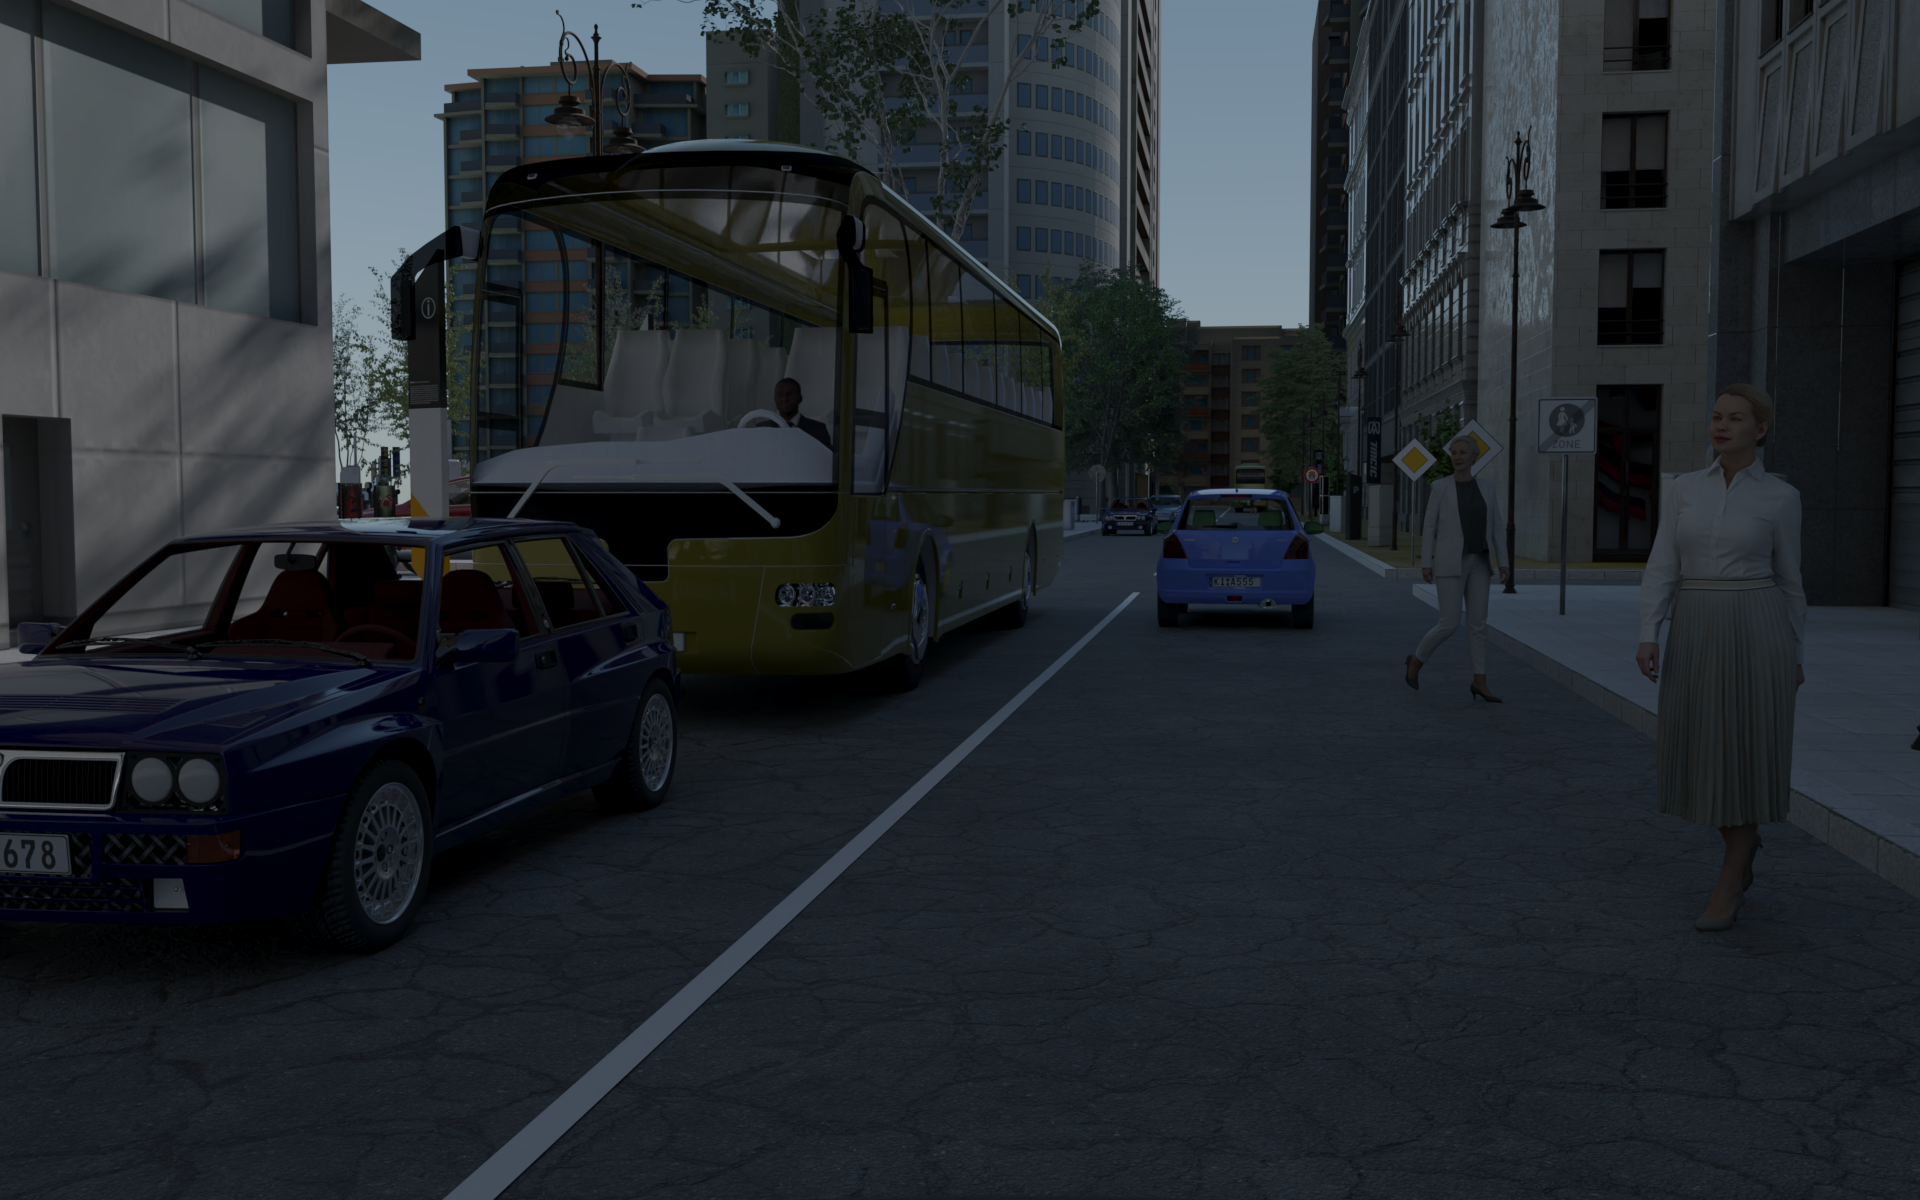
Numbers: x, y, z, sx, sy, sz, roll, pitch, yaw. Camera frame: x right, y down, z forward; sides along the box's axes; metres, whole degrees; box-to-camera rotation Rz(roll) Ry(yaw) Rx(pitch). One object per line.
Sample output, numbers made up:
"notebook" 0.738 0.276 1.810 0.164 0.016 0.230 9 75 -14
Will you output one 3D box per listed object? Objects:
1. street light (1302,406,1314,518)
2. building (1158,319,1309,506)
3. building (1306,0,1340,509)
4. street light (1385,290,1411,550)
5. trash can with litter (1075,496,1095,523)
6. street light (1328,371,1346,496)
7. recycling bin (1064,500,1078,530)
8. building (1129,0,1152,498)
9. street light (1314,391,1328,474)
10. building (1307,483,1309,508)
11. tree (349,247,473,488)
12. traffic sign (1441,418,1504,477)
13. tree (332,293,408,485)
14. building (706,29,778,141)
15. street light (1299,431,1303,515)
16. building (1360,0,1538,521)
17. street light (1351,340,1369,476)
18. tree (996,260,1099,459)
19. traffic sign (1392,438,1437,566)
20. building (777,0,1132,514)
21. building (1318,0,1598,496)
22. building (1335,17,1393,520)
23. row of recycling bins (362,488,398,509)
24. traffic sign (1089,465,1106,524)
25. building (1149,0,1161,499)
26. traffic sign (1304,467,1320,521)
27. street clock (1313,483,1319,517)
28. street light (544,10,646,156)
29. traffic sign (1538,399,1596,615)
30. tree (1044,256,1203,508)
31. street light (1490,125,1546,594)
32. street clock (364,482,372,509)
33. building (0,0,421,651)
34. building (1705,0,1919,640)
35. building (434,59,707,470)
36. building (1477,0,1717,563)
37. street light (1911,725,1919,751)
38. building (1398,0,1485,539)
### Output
"street light" 18.418 -7.230 90.998 0.468 5.910 1.993 1 4 9
"building" 26.554 -22.013 204.949 28.899 21.520 27.650 1 4 9
"building" 38.483 -30.855 154.588 14.600 45.320 14.200 1 4 9
"street light" 9.913 -4.071 39.355 0.468 5.910 1.993 1 4 9
"trash can with litter" 5.298 -4.132 78.616 1.678 1.210 2.233 0 4 4
"street light" 14.208 -5.644 65.062 0.468 5.910 1.993 1 4 9
"recycling bin" 3.671 -3.000 61.605 0.722 1.027 0.722 1 4 14
"building" 4.838 -31.968 146.378 21.300 48.544 21.600 1 4 9
"street light" 16.320 -6.427 77.875 0.468 5.910 1.993 1 4 9
"building" 41.186 -29.690 169.018 14.154 41.232 14.086 1 4 9
"tree" -15.894 -6.189 51.546 4.737 8.622 4.395 0 3 0
"traffic sign" 6.795 -1.186 23.027 0.795 2.450 0.064 1 4 9
"tree" -22.257 -6.886 62.944 4.360 8.622 3.978 0 3 0
"building" -12.015 -33.637 173.663 21.600 48.544 21.300 1 4 9
"street light" 20.663 -8.043 104.297 0.468 5.910 1.993 1 4 9
"building" 24.690 -17.007 71.577 14.314 27.812 24.014 1 4 9
"street light" 12.016 -4.855 52.168 0.468 5.910 1.993 1 4 9
"tree" 2.090 -6.333 53.901 4.737 8.622 4.395 0 3 0
"traffic sign" 8.095 -1.668 30.906 0.795 2.450 0.064 1 4 9
"building" 0.589 -35.448 121.578 21.231 58.520 28.212 1 4 9
"building" 39.119 -29.241 132.718 22.147 44.769 28.867 1 4 9
"building" 27.836 -18.817 93.566 13.634 28.700 20.117 1 4 9
"row of recycling bins" -37.986 -6.405 111.828 1.069 1.692 3.534 3 5 39
"traffic sign" 5.924 -4.568 74.798 0.768 2.556 0.104 1 4 12
"building" 9.004 -44.800 170.732 20.611 71.187 20.563 1 4 9
"traffic sign" 16.658 -5.010 82.017 0.768 2.556 0.104 1 4 13
"street clock" 20.200 -5.735 98.330 0.358 2.002 0.471 0 4 -6
"street light" -3.578 -2.717 17.205 0.468 5.910 1.993 1 4 9
"traffic sign" 6.393 -0.990 18.318 0.606 2.300 0.079 1 4 11
"tree" 8.072 -11.331 91.911 9.857 13.997 8.962 0 3 0
"street light" 7.111 -3.024 22.228 0.468 5.910 1.993 1 4 9
"street clock" -35.018 -5.993 102.559 0.471 2.002 0.358 2 4 35
"building" -20.860 -25.669 8.925 27.495 52.752 28.713 1 4 9
"building" 13.297 -11.710 9.476 12.078 24.808 19.932 1 4 9
"building" -36.898 -32.009 177.963 28.867 44.769 22.147 1 4 9
"building" 20.130 -11.057 35.533 16.860 20.320 10.420 1 4 9
"street light" 4.874 -2.185 8.512 0.468 5.910 1.993 1 4 9
"building" 18.602 -12.333 50.796 9.793 20.994 18.267 1 4 9
